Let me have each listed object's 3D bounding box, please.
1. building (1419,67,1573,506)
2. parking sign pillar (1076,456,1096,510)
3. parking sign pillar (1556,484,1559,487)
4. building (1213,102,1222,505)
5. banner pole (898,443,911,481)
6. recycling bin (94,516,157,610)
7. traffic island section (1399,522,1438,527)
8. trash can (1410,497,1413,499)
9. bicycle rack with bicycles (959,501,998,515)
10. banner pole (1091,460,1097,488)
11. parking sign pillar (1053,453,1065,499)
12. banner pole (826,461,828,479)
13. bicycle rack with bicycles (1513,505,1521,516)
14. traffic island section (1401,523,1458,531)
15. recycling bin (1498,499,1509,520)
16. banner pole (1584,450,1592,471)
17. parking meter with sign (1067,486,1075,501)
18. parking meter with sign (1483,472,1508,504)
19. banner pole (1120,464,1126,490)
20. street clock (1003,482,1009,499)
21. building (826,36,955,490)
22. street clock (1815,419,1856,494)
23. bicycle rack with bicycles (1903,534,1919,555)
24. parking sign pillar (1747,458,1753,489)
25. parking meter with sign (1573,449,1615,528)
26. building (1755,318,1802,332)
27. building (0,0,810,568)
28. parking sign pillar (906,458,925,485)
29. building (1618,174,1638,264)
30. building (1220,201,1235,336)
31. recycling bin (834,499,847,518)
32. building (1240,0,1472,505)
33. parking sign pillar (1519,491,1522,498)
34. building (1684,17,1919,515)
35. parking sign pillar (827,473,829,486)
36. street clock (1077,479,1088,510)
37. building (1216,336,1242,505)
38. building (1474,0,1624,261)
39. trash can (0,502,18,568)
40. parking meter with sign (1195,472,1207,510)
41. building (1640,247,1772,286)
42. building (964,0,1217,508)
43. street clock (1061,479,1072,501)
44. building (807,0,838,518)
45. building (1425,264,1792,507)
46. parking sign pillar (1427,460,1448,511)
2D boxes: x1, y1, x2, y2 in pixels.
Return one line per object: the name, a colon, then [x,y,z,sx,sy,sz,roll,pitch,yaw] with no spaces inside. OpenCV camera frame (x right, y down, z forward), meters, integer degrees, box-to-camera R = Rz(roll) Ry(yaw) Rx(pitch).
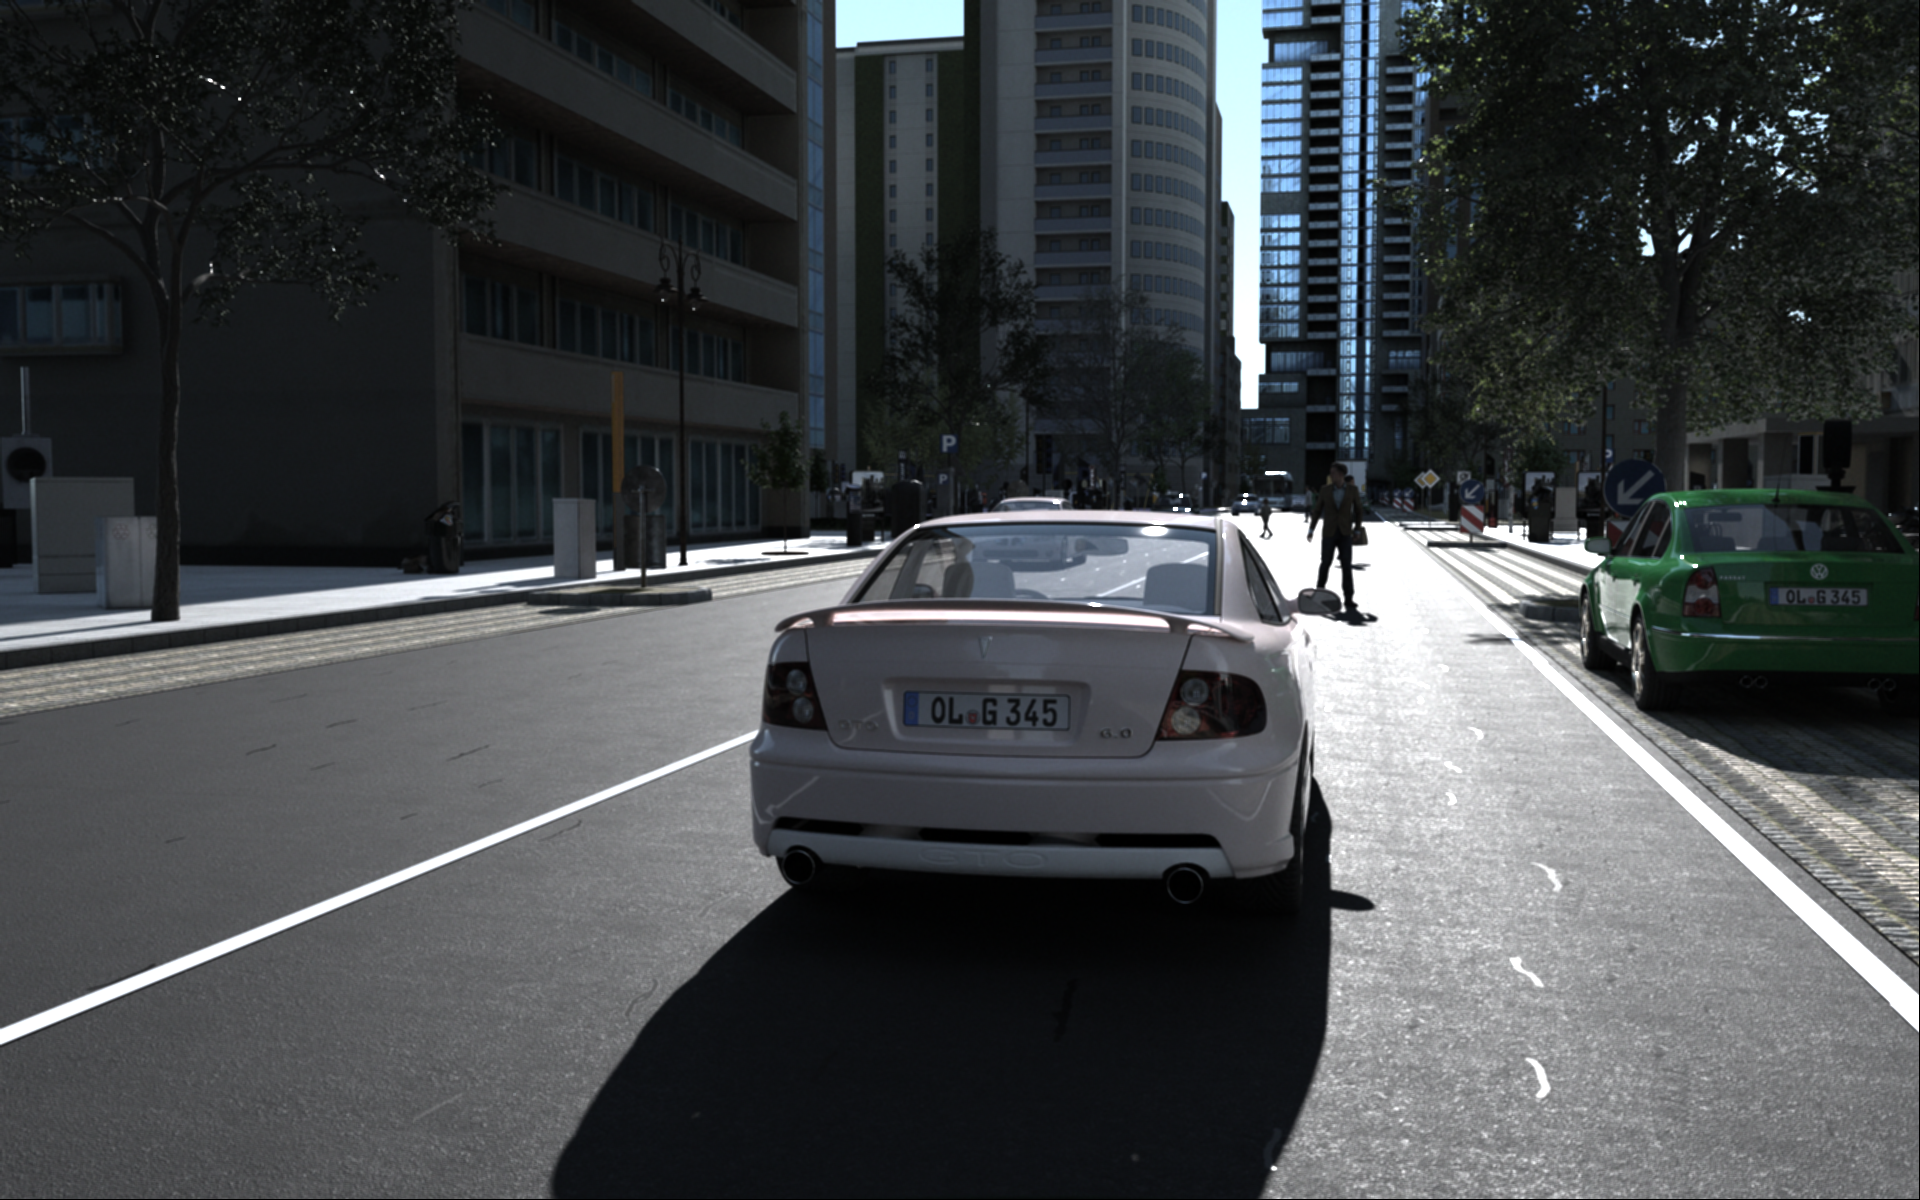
building: [55.932,-32.523,181.858,14.600,45.320,14.200,1,4,13]
parking sign pillar: [9.049,-8.276,123.789,1.447,3.967,1.447,1,4,17]
parking sign pillar: [33.268,-6.710,98.185,1.447,3.967,1.447,-3,4,-39]
building: [21.117,-33.024,190.058,14.600,45.320,14.200,1,4,13]
banner pole: [-2.687,-5.809,84.987,0.863,3.779,0.401,-2,4,-31]
recycling bin: [-9.366,-0.434,19.658,0.722,1.027,0.722,-2,4,-34]
traffic island section: [20.435,-3.317,76.512,2.009,0.180,2.903,1,4,13]
trash can: [38.490,-8.275,146.947,0.748,1.137,0.748,0,3,0]
bicycle rack with bicycles: [1.115,-4.812,92.055,2.852,0.926,2.925,0,4,-4]
banner pole: [10.000,-8.494,128.894,0.401,3.779,0.863,3,5,40]
parking sign pillar: [6.482,-7.656,113.655,1.447,3.967,1.447,1,4,20]
banner pole: [-10.088,-8.645,131.365,0.401,3.779,0.863,0,4,-3]
bicycle rack with bicycles: [31.745,-5.390,101.504,2.852,0.926,2.925,0,4,1]
traffic island section: [18.657,-2.841,68.727,2.009,0.180,2.903,1,4,13]
recycling bin: [27.159,-4.534,86.692,0.722,1.027,0.722,3,5,40]
banner pole: [35.380,-6.578,97.574,0.401,3.779,0.863,-1,4,-14]
parking meter with sign: [9.919,-9.679,154.513,1.738,3.016,0.543,1,4,18]
parking meter with sign: [34.324,-7.056,111.631,1.738,3.016,0.543,2,4,25]
banner pole: [11.764,-8.372,126.892,0.863,3.779,0.401,0,4,-3]
street clock: [2.758,-6.052,103.512,0.358,2.002,0.471,1,4,16]
building: [-8.650,-41.720,224.127,28.212,58.520,21.231,1,4,13]
street clock: [8.499,-0.750,16.828,0.358,2.002,0.471,2,4,24]
bicycle rack with bicycles: [15.053,-0.934,28.651,2.852,0.926,2.925,-1,4,-14]
parking sign pillar: [49.135,-7.340,108.476,1.447,3.967,1.447,0,4,1]
parking meter with sign: [24.186,-4.264,65.975,1.738,3.016,0.543,-3,4,-37]
building: [108.091,-21.423,195.307,28.899,21.520,27.650,1,4,13]
building: [-17.086,-25.531,41.141,21.300,48.544,21.600,1,4,13]
parking sign pillar: [-3.366,-8.762,131.737,1.447,3.967,1.447,1,4,22]
building: [79.983,-37.571,237.980,21.600,48.544,21.300,1,4,13]
building: [31.274,-34.335,244.968,14.086,41.232,14.154,1,4,13]
recycling bin: [-4.188,-3.145,63.967,0.722,1.027,0.722,2,4,32]
building: [54.261,-56.901,242.996,31.000,86.520,22.319,1,4,13]
parking sign pillar: [46.832,-9.451,142.994,1.447,3.967,1.447,0,4,2]
building: [35.219,-21.294,40.035,32.217,40.220,23.993,1,4,13]
parking sign pillar: [-11.007,-9.083,136.972,1.447,3.967,1.447,-1,4,-14]
street clock: [6.056,-4.940,85.333,0.358,2.002,0.471,3,5,44]
building: [19.579,-22.698,216.147,28.899,21.520,27.650,1,4,13]
building: [65.054,-54.375,201.701,22.319,86.520,31.000,1,4,13]
trash can: [-16.726,-1.127,30.079,0.748,1.137,0.748,0,3,0]
parking meter with sign: [19.328,-8.786,139.905,0.543,3.016,1.738,-1,4,-17]
building: [88.747,-26.618,206.905,14.107,30.474,14.160,1,4,13]
building: [13.262,-38.367,169.305,21.231,58.520,28.212,1,4,13]
street clock: [5.159,-4.840,83.702,0.471,2.002,0.358,-1,4,-22]
building: [-13.644,-25.507,67.148,14.200,45.320,14.600,1,4,13]
building: [58.063,-19.266,160.039,27.650,21.520,28.899,1,4,13]
parking sign pillar: [35.494,-8.573,128.636,1.447,3.967,1.447,0,4,-1]
